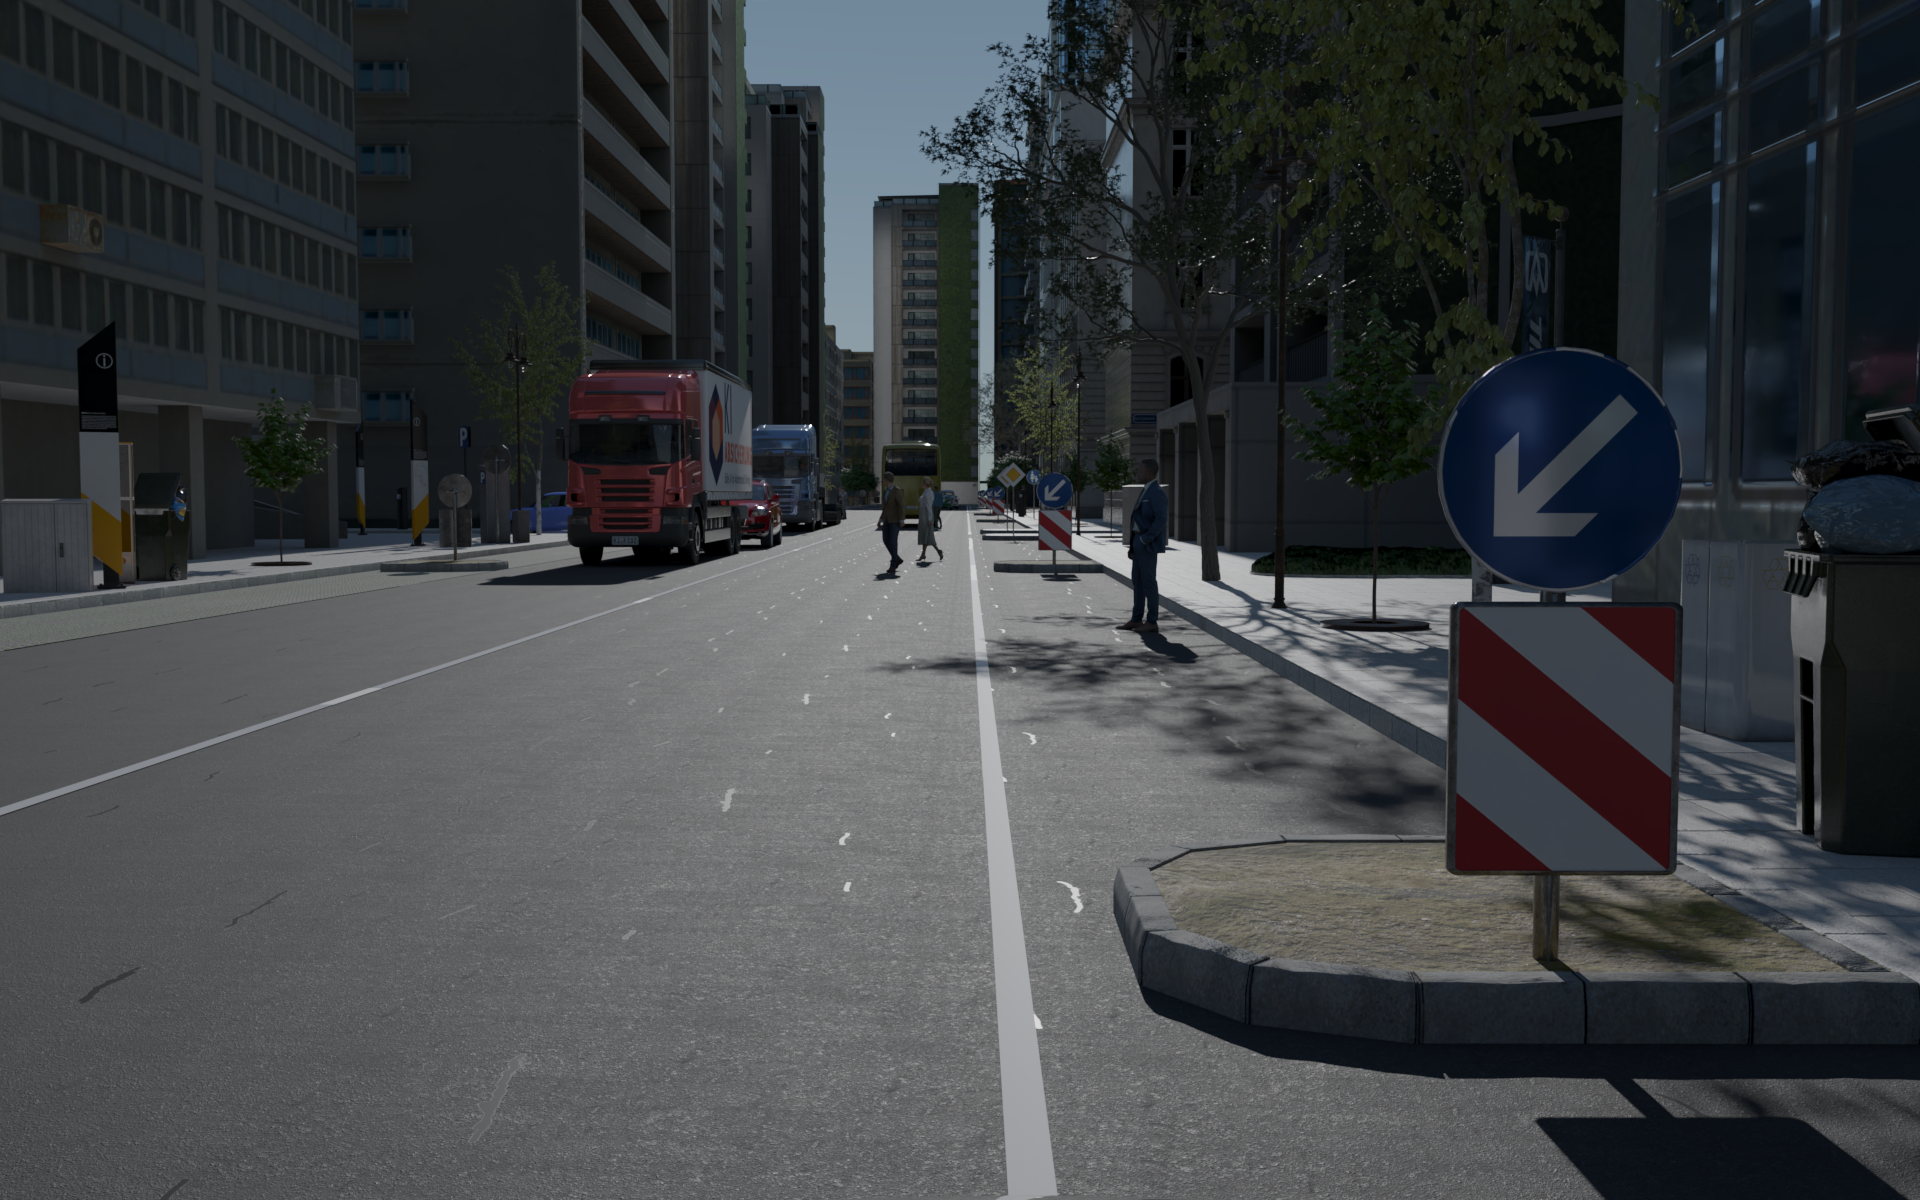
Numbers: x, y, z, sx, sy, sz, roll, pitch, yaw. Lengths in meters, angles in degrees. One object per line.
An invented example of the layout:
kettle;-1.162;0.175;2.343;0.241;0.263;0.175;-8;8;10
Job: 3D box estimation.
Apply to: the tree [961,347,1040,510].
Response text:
tree;5.118;-14.285;143.928;12.009;13.543;11.850;0;3;0

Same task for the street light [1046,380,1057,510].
street light;3.727;-5.975;70.474;0.468;5.910;1.993;0;4;0

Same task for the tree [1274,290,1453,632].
tree;3.849;-1.343;16.567;1.663;3.219;1.824;0;3;0

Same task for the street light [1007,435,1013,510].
street light;3.988;-10.020;136.617;0.468;5.910;1.993;0;4;0

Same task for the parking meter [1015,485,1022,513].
parking meter;3.958;-6.791;116.741;0.399;1.863;0.255;-2;4;-35

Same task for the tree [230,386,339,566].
tree;-12.356;-2.240;31.225;1.663;3.219;1.824;0;3;0

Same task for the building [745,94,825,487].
building;-17.675;-21.835;128.711;14.160;30.474;14.107;0;4;0

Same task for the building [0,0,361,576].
building;-26.135;-20.966;34.671;23.993;40.220;32.217;0;4;0

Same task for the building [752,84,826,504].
building;-20.669;-29.664;168.593;14.154;41.232;14.086;0;4;0

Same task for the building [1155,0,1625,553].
building;16.138;-36.823;40.316;20.563;71.187;20.611;0;4;0

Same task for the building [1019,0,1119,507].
building;17.182;-52.034;163.428;22.319;86.520;31.000;0;4;0

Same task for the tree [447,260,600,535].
tree;-13.412;-6.334;53.931;4.737;8.622;4.395;0;3;0

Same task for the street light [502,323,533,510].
street light;-11.938;-4.529;46.841;0.468;5.910;1.993;0;4;0

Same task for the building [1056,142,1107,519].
building;10.710;-15.216;97.933;9.793;20.994;18.267;0;4;0

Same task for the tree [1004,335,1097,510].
tree;4.134;-8.000;81.165;4.360;8.622;3.978;0;3;0

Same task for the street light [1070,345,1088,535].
street light;3.696;-4.959;53.875;0.468;5.910;1.993;0;4;0

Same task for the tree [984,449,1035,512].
tree;3.856;-8.713;126.165;4.285;4.588;4.351;0;3;0

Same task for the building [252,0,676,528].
building;-24.652;-27.516;73.594;21.300;48.544;21.600;0;4;0

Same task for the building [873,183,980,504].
building;-4.407;-33.418;229.976;14.086;41.232;14.154;0;4;0

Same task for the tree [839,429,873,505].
tree;-11.530;-14.935;194.548;4.737;8.622;4.395;0;3;0

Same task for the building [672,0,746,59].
building;-20.882;-25.831;105.933;14.154;41.232;14.086;0;4;0

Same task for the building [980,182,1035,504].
building;17.083;-35.381;233.101;28.867;44.769;22.147;0;4;0

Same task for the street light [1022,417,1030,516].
street light;3.920;-7.997;103.546;0.468;5.910;1.993;0;4;0

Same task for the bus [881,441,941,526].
bus;-2.219;-5.381;79.528;2.896;3.916;12.252;0;4;-1

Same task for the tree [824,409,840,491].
tree;-11.733;-11.687;141.441;4.360;8.622;3.978;0;3;0

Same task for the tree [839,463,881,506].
tree;-11.371;-12.326;185.237;4.285;4.588;4.351;0;3;0

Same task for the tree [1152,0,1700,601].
tree;3.456;-3.774;12.070;4.737;8.622;4.395;0;3;0

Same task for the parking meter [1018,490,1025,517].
parking meter;3.494;-5.512;98.538;0.372;1.533;0.369;0;3;0

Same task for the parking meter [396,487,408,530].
parking meter;-20.129;-3.308;62.495;0.372;1.533;0.369;0;3;0

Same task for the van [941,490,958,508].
van;-1.269;-10.493;178.565;2.013;2.044;4.112;0;4;2

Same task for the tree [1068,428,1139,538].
tree;4.309;-3.425;50.607;1.663;3.219;1.824;0;3;0

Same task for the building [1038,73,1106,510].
building;11.658;-21.094;122.376;11.434;29.767;29.804;0;4;0

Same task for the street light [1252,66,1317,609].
street light;3.589;-2.844;19.295;0.468;5.910;1.993;0;4;0

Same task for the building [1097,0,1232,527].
building;23.312;-15.340;69.889;34.723;24.649;14.460;0;4;0

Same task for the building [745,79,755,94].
building;-29.925;-27.972;149.223;32.217;40.220;23.993;0;4;0

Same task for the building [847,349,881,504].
building;-25.881;-23.911;235.979;28.899;21.520;27.650;0;4;0

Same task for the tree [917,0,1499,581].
tree;3.705;-5.582;25.673;8.767;10.594;7.601;0;4;-6

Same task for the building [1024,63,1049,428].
building;18.681;-35.239;195.773;23.786;49.044;30.456;0;4;0

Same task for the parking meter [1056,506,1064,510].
parking meter;3.981;-3.714;69.127;0.372;1.533;0.369;0;3;0

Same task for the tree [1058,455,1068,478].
tree;4.810;-4.781;72.769;1.663;3.219;1.824;0;3;0

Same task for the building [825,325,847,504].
building;-28.760;-21.652;199.046;28.899;21.520;27.650;0;4;0
